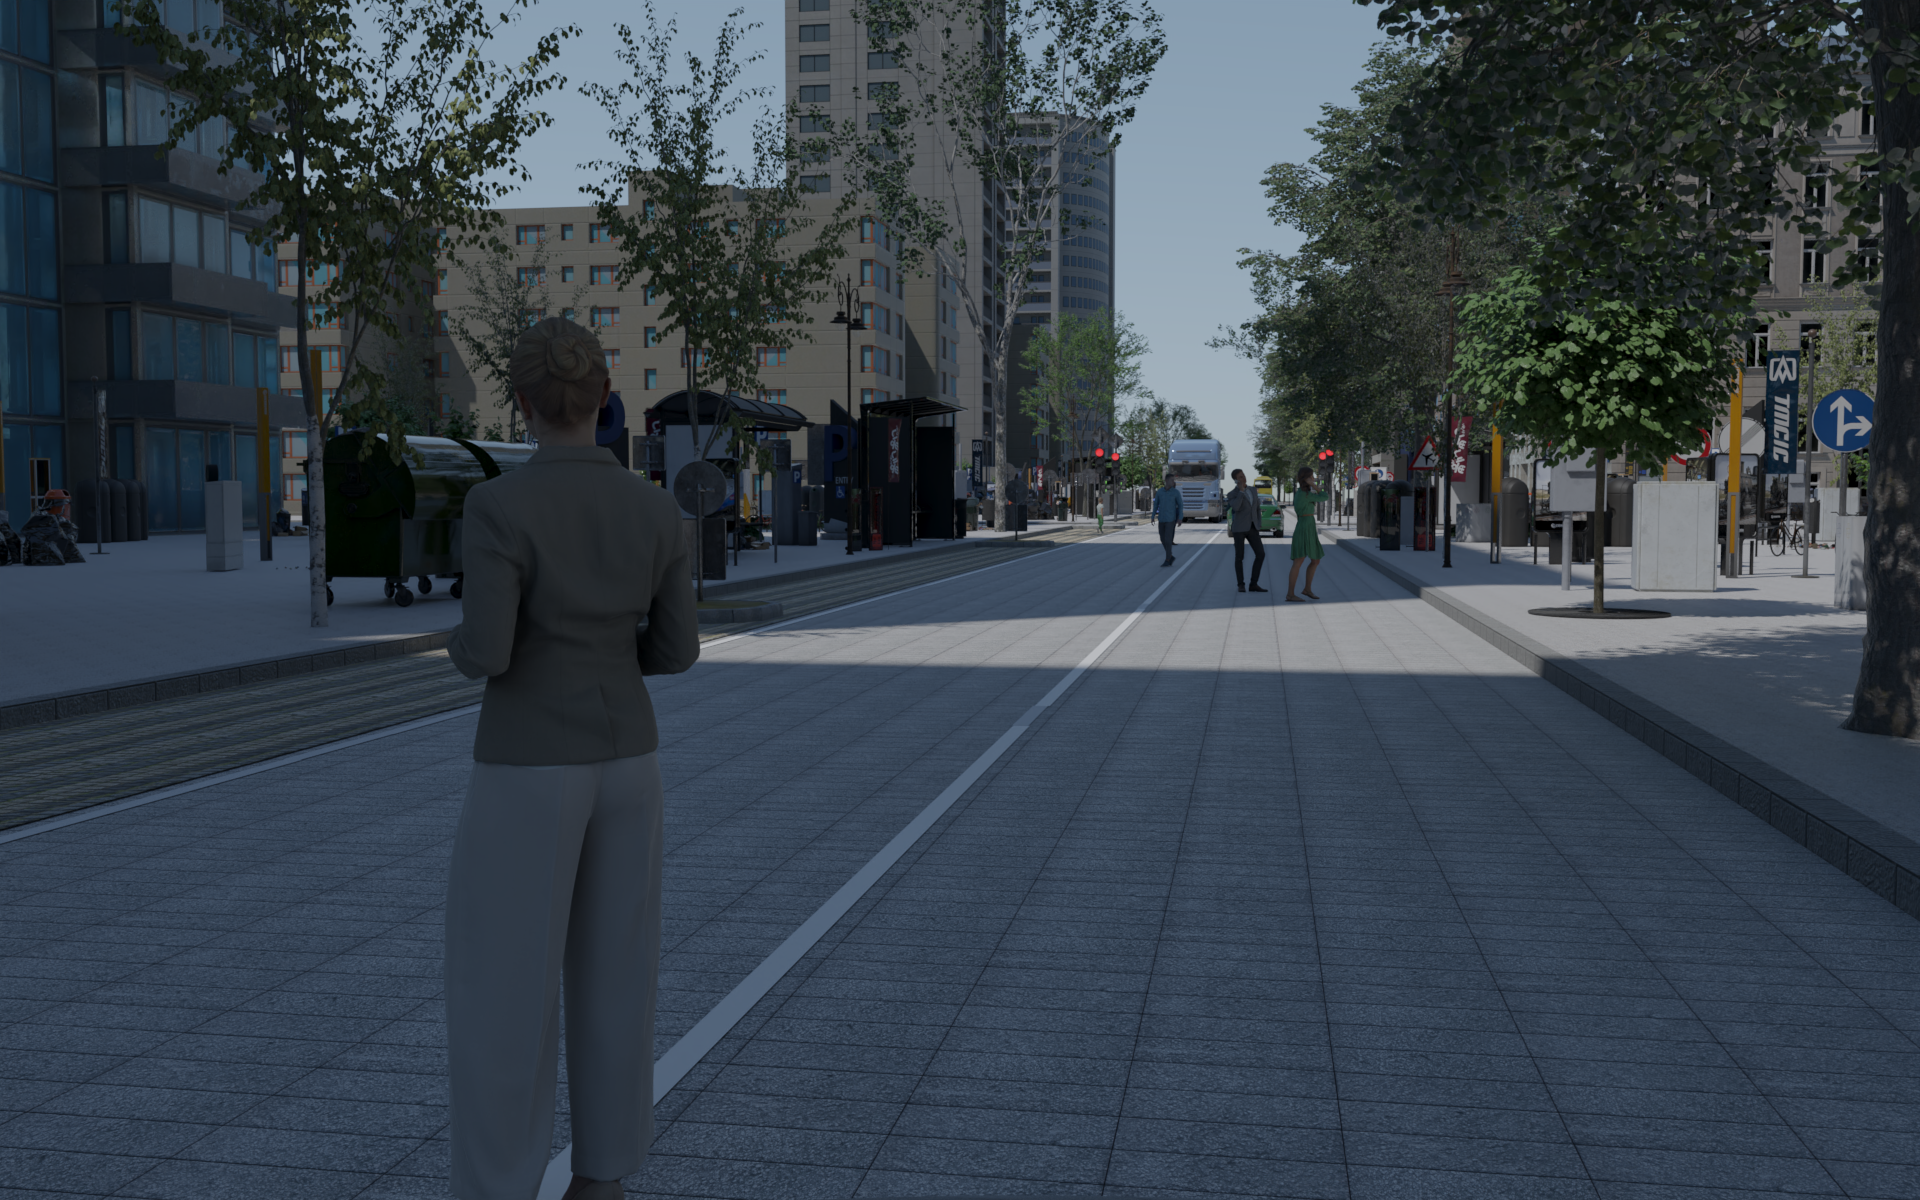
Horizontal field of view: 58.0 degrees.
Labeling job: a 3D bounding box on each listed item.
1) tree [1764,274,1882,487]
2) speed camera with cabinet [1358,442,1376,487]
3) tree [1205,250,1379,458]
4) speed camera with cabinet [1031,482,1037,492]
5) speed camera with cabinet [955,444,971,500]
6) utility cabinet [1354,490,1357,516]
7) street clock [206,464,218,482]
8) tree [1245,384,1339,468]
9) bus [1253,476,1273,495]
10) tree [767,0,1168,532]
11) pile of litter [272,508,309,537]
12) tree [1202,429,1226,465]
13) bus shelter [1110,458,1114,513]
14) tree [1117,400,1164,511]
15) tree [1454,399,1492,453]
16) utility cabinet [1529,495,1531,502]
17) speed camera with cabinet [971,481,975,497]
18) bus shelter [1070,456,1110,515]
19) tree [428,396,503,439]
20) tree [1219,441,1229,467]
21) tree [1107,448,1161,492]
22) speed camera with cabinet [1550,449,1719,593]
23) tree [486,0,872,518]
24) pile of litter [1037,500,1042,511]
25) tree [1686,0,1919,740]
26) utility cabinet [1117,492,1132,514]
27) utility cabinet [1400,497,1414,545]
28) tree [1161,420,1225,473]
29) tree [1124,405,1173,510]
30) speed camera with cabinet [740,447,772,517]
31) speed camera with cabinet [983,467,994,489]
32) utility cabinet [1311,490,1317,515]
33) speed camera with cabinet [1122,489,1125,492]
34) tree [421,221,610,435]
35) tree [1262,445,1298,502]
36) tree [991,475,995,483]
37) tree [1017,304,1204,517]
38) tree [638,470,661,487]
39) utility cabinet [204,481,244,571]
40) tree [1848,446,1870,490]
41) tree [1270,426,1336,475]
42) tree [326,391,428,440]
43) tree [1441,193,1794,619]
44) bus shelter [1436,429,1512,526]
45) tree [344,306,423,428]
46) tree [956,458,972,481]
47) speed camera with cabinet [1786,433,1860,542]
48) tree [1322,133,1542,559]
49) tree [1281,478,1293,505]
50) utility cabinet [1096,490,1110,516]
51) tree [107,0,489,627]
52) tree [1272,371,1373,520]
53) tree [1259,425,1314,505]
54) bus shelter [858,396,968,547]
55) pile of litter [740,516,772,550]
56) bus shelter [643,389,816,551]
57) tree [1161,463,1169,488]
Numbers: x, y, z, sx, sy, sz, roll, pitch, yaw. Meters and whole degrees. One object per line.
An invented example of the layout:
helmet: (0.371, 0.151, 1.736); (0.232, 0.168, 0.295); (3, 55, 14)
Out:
tree: (28.548, -6.476, 56.252); (4.737, 8.622, 4.395); (0, 3, 0)
speed camera with cabinet: (15.366, -4.307, 64.749); (0.660, 3.252, 2.038); (0, 4, 2)
tree: (25.758, -17.059, 134.809); (12.611, 20.169, 13.585); (0, 3, 0)
speed camera with cabinet: (5.584, -9.103, 143.161); (0.660, 3.252, 2.038); (-3, 4, -38)
speed camera with cabinet: (-0.502, -4.525, 68.326); (0.660, 3.252, 2.038); (-2, 4, -32)
utility cabinet: (22.967, -5.482, 98.311); (1.173, 1.500, 0.318); (1, 4, 20)
street clock: (-18.205, -2.302, 42.201); (0.358, 2.002, 0.471); (-2, 4, -31)
tree: (31.314, -15.168, 158.360); (12.009, 13.543, 11.850); (0, 3, 0)
bus: (42.159, -15.257, 241.002); (2.896, 3.916, 12.252); (1, 4, 10)
tree: (0.336, -12.419, 58.946); (12.611, 20.169, 13.585); (0, 3, 0)
pile of litter: (-20.435, -2.383, 52.927); (1.176, 0.858, 1.719); (2, 4, 33)
tree: (42.042, -23.247, 298.206); (7.486, 12.596, 7.792); (0, 3, 0)
bus shelter: (9.627, -7.670, 116.694); (1.731, 3.624, 6.357); (1, 4, 10)
tree: (13.484, -11.169, 132.976); (4.360, 8.622, 3.978); (0, 3, 0)
tree: (29.118, -8.816, 94.507); (4.737, 8.622, 4.395); (0, 3, 0)
utility cabinet: (26.852, -4.282, 81.169); (1.020, 1.237, 0.306); (0, 4, 1)
speed camera with cabinet: (0.453, -7.327, 114.129); (0.660, 3.252, 2.038); (1, 4, 14)
bus shelter: (8.072, -7.166, 108.453); (1.731, 3.624, 6.357); (1, 4, 10)
tree: (-10.014, -2.431, 34.344); (1.663, 3.219, 1.824); (0, 3, 0)
tree: (22.437, -15.867, 185.184); (9.928, 11.665, 9.643); (0, 3, 0)
tree: (11.717, -8.478, 122.329); (4.285, 4.588, 4.351); (0, 3, 0)
speed camera with cabinet: (8.915, -1.749, 22.931); (2.038, 3.252, 0.660); (1, 4, 14)
tree: (-3.809, -4.658, 26.525); (4.737, 8.622, 4.395); (0, 3, 0)
pile of litter: (5.303, -6.412, 118.796); (1.719, 0.858, 1.176); (-1, 4, -12)
tree: (5.250, -6.251, 8.860); (9.857, 13.997, 8.962); (0, 3, 0)
utility cabinet: (10.294, -6.130, 108.911); (1.173, 1.500, 0.318); (-2, 4, -35)
utility cabinet: (11.394, -2.001, 43.882); (1.020, 1.237, 0.306); (3, 5, 41)
tree: (27.731, -16.913, 210.933); (8.767, 10.594, 7.601); (-2, 4, -26)
tree: (15.657, -11.723, 142.027); (4.737, 8.622, 4.395); (0, 3, 0)
speed camera with cabinet: (-8.539, -4.813, 73.023); (2.038, 3.252, 0.660); (-1, 4, -13)
speed camera with cabinet: (2.658, -8.066, 126.221); (2.038, 3.252, 0.660); (-2, 4, -26)
utility cabinet: (21.844, -5.945, 105.883); (0.318, 1.500, 1.173); (-3, 4, -38)
speed camera with cabinet: (11.341, -8.178, 128.041); (2.038, 3.252, 0.660); (-2, 4, -33)
tree: (-11.854, -5.921, 47.179); (4.360, 8.622, 3.978); (0, 3, 0)
tree: (51.930, -21.466, 276.727); (9.928, 11.665, 9.643); (0, 3, 0)
tree: (3.030, -9.507, 150.039); (1.663, 3.219, 1.824); (0, 3, 0)
tree: (6.949, -10.420, 96.121); (9.928, 11.665, 9.643); (0, 3, 0)
tree: (-16.965, -6.025, 93.115); (1.663, 3.219, 1.824); (0, 3, 0)
utility cabinet: (-12.364, -1.248, 29.081); (0.318, 1.500, 1.173); (-1, 4, -9)
tree: (23.048, -2.985, 43.413); (1.663, 3.219, 1.824); (0, 3, 0)
tree: (35.267, -14.793, 176.275); (7.601, 10.594, 8.767); (-2, 4, -34)
tree: (-17.405, -4.151, 51.590); (4.285, 4.588, 4.351); (0, 3, 0)
tree: (6.870, -2.112, 18.251); (4.285, 4.588, 4.351); (0, 3, 0)
bus shelter: (16.708, -3.846, 56.800); (2.014, 3.302, 5.546); (1, 4, 10)
tree: (-21.663, -7.140, 67.103); (4.360, 8.622, 3.978); (0, 3, 0)
tree: (0.336, -10.426, 154.173); (4.285, 4.588, 4.351); (0, 3, 0)
speed camera with cabinet: (23.143, -3.206, 46.762); (2.038, 3.252, 0.660); (0, 4, 1)
tree: (9.445, -5.129, 34.223); (4.360, 8.622, 3.978); (0, 3, 0)
tree: (48.695, -16.041, 256.868); (1.663, 3.219, 1.824); (0, 3, 0)
utility cabinet: (8.217, -5.577, 99.863); (0.318, 1.500, 1.173); (2, 4, 31)
tree: (-5.960, -4.046, 16.518); (4.737, 8.622, 4.395); (0, 3, 0)
tree: (19.847, -8.786, 94.007); (4.737, 8.622, 4.395); (0, 3, 0)
tree: (37.396, -16.914, 194.664); (7.486, 12.596, 7.792); (0, 3, 0)
bus shelter: (-1.142, -3.274, 44.805); (1.731, 3.624, 6.357); (1, 4, 10)
pile of litter: (-4.975, -1.619, 40.433); (1.176, 0.858, 1.719); (0, 4, 2)
bus shelter: (-4.683, -2.584, 36.173); (2.014, 3.302, 5.546); (1, 4, 10)
tree: (17.876, -10.704, 158.726); (4.285, 4.588, 4.351); (0, 3, 0)
